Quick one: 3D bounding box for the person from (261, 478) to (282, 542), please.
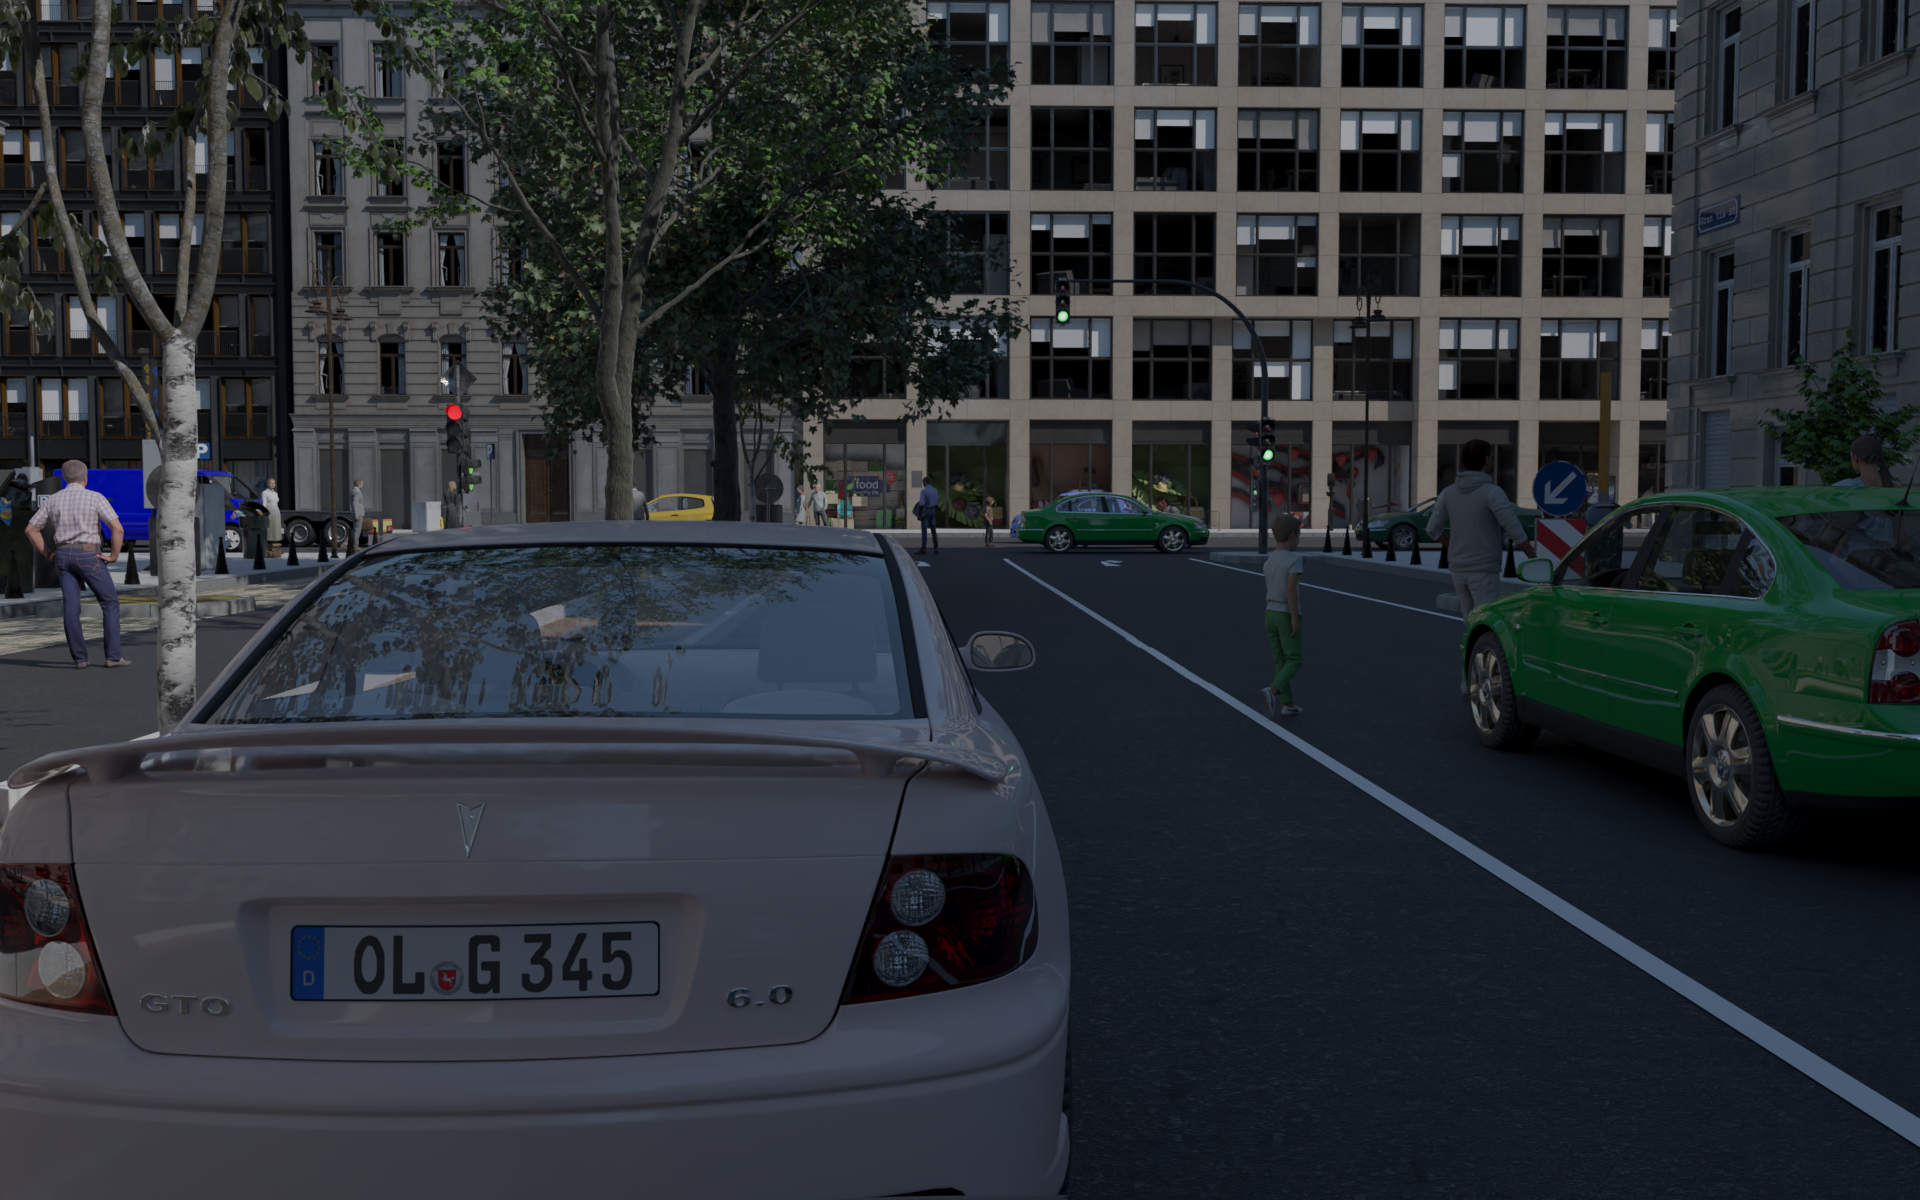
[{"bbox_3d":[-16.247,-1.958,40.734,0.641,1.798,0.478,3,4,38],"label":"person"}]

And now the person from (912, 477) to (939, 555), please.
[{"bbox_3d":[-0.832,-1.988,40.876,0.709,1.838,0.599,-3,5,-42],"label":"person"}]

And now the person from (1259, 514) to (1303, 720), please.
[{"bbox_3d":[2.056,0.102,11.084,0.306,1.304,0.590,3,4,37],"label":"person"}]

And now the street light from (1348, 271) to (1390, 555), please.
[{"bbox_3d":[8.485,-3.872,36.103,0.468,5.910,1.993,0,4,-2],"label":"street light"}]

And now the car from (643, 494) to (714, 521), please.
[{"bbox_3d":[-9.344,-2.750,55.180,3.980,1.641,2.015,0,4,-3],"label":"car"}]

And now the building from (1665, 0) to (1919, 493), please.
[{"bbox_3d":[19.413,-13.648,20.409,12.463,27.353,25.104,0,4,-2],"label":"building"}]

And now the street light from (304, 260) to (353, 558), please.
[{"bbox_3d":[-12.501,-3.771,34.436,0.468,5.910,1.993,0,4,-2],"label":"street light"}]

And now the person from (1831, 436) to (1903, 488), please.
[{"bbox_3d":[5.932,-0.165,11.290,0.616,1.811,0.778,0,4,8],"label":"person"}]

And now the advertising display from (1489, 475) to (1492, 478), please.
[{"bbox_3d":[17.844,-3.325,59.579,0.123,1.923,0.974,-3,4,-37],"label":"advertising display"}]

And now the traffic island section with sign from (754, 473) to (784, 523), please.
[{"bbox_3d":[-4.138,-1.761,36.922,2.006,1.907,1.989,0,4,-2],"label":"traffic island section with sign"}]

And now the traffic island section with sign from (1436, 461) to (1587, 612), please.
[{"bbox_3d":[7.019,-0.783,21.430,1.989,1.847,2.006,0,4,-2],"label":"traffic island section with sign"}]

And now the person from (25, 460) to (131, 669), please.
[{"bbox_3d":[-7.225,-0.295,14.270,0.756,1.711,0.436,0,4,3],"label":"person"}]

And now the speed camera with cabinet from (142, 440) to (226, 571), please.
[{"bbox_3d":[-12.844,-2.100,28.678,0.660,3.252,2.038,0,4,-3],"label":"speed camera with cabinet"}]

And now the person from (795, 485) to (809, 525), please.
[{"bbox_3d":[-4.993,-2.737,54.256,0.522,1.701,0.512,-1,4,-13],"label":"person"}]

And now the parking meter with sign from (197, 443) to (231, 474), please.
[{"bbox_3d":[-25.768,-3.920,60.353,1.738,3.016,0.543,-1,4,-17],"label":"parking meter with sign"}]

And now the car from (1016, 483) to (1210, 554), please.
[{"bbox_3d":[3.725,-2.049,42.303,4.718,1.807,1.959,0,4,0],"label":"car"}]

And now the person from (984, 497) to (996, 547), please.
[{"bbox_3d":[0.827,-2.121,47.095,0.340,1.345,0.435,0,4,0],"label":"person"}]

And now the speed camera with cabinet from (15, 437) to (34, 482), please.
[{"bbox_3d":[-32.594,-3.992,59.597,2.038,3.252,0.660,1,4,17],"label":"speed camera with cabinet"}]

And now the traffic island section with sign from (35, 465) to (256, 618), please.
[{"bbox_3d":[-9.692,-0.751,20.900,1.989,1.847,2.006,0,4,-2],"label":"traffic island section with sign"}]

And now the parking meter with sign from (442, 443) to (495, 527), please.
[{"bbox_3d":[-16.848,-3.857,59.323,1.738,3.016,0.543,-3,4,-37],"label":"parking meter with sign"}]

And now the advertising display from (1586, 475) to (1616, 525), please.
[{"bbox_3d":[21.925,-3.306,59.262,0.974,1.923,0.123,3,4,36],"label":"advertising display"}]

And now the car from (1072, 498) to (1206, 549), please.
[{"bbox_3d":[4.332,-2.086,46.102,4.499,1.417,2.014,0,4,-4],"label":"car"}]

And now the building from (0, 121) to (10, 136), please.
[{"bbox_3d":[-28.465,-11.144,23.998,24.055,21.916,13.314,0,4,-2],"label":"building"}]

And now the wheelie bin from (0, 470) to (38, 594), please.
[{"bbox_3d":[-12.392,-0.891,22.481,0.980,1.594,0.693,3,5,40],"label":"wheelie bin"}]

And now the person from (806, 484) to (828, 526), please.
[{"bbox_3d":[-4.675,-2.905,56.479,0.782,1.767,0.515,1,4,10],"label":"person"}]

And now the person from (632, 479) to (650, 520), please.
[{"bbox_3d":[-7.752,-1.991,41.320,0.850,1.792,0.678,2,4,35],"label":"person"}]

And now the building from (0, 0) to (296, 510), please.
[{"bbox_3d":[-32.161,-14.532,67.275,15.834,23.373,12.332,0,4,-2],"label":"building"}]

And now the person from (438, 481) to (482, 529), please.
[{"bbox_3d":[-14.351,-2.513,49.803,1.509,1.804,0.699,3,4,36],"label":"person"}]

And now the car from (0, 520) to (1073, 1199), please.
[{"bbox_3d":[-0.784,0.468,4.718,2.083,1.381,4.827,0,4,-3],"label":"car"}]

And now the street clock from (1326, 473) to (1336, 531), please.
[{"bbox_3d":[12.851,-3.393,60.038,0.358,2.002,0.471,0,4,6],"label":"street clock"}]

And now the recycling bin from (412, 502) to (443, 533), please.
[{"bbox_3d":[-17.745,-2.760,57.676,0.722,1.027,0.722,2,4,28],"label":"recycling bin"}]

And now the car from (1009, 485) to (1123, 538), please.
[{"bbox_3d":[3.293,-2.513,50.675,3.694,1.707,1.945,0,4,-3],"label":"car"}]

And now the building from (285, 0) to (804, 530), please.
[{"bbox_3d":[-14.977,-13.267,66.069,18.267,20.994,9.793,0,4,-2],"label":"building"}]

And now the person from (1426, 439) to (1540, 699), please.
[{"bbox_3d":[3.634,-0.200,11.923,0.789,1.805,0.875,-3,4,-36],"label":"person"}]

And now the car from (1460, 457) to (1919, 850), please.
[{"bbox_3d":[3.895,0.025,8.391,1.959,1.807,4.718,0,4,-3],"label":"car"}]

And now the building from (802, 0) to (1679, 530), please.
[{"bbox_3d":[11.058,-16.328,71.472,34.151,26.468,19.350,0,4,-2],"label":"building"}]

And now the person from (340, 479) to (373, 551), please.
[{"bbox_3d":[-15.122,-2.132,43.477,0.853,1.813,0.709,-2,4,-31],"label":"person"}]
